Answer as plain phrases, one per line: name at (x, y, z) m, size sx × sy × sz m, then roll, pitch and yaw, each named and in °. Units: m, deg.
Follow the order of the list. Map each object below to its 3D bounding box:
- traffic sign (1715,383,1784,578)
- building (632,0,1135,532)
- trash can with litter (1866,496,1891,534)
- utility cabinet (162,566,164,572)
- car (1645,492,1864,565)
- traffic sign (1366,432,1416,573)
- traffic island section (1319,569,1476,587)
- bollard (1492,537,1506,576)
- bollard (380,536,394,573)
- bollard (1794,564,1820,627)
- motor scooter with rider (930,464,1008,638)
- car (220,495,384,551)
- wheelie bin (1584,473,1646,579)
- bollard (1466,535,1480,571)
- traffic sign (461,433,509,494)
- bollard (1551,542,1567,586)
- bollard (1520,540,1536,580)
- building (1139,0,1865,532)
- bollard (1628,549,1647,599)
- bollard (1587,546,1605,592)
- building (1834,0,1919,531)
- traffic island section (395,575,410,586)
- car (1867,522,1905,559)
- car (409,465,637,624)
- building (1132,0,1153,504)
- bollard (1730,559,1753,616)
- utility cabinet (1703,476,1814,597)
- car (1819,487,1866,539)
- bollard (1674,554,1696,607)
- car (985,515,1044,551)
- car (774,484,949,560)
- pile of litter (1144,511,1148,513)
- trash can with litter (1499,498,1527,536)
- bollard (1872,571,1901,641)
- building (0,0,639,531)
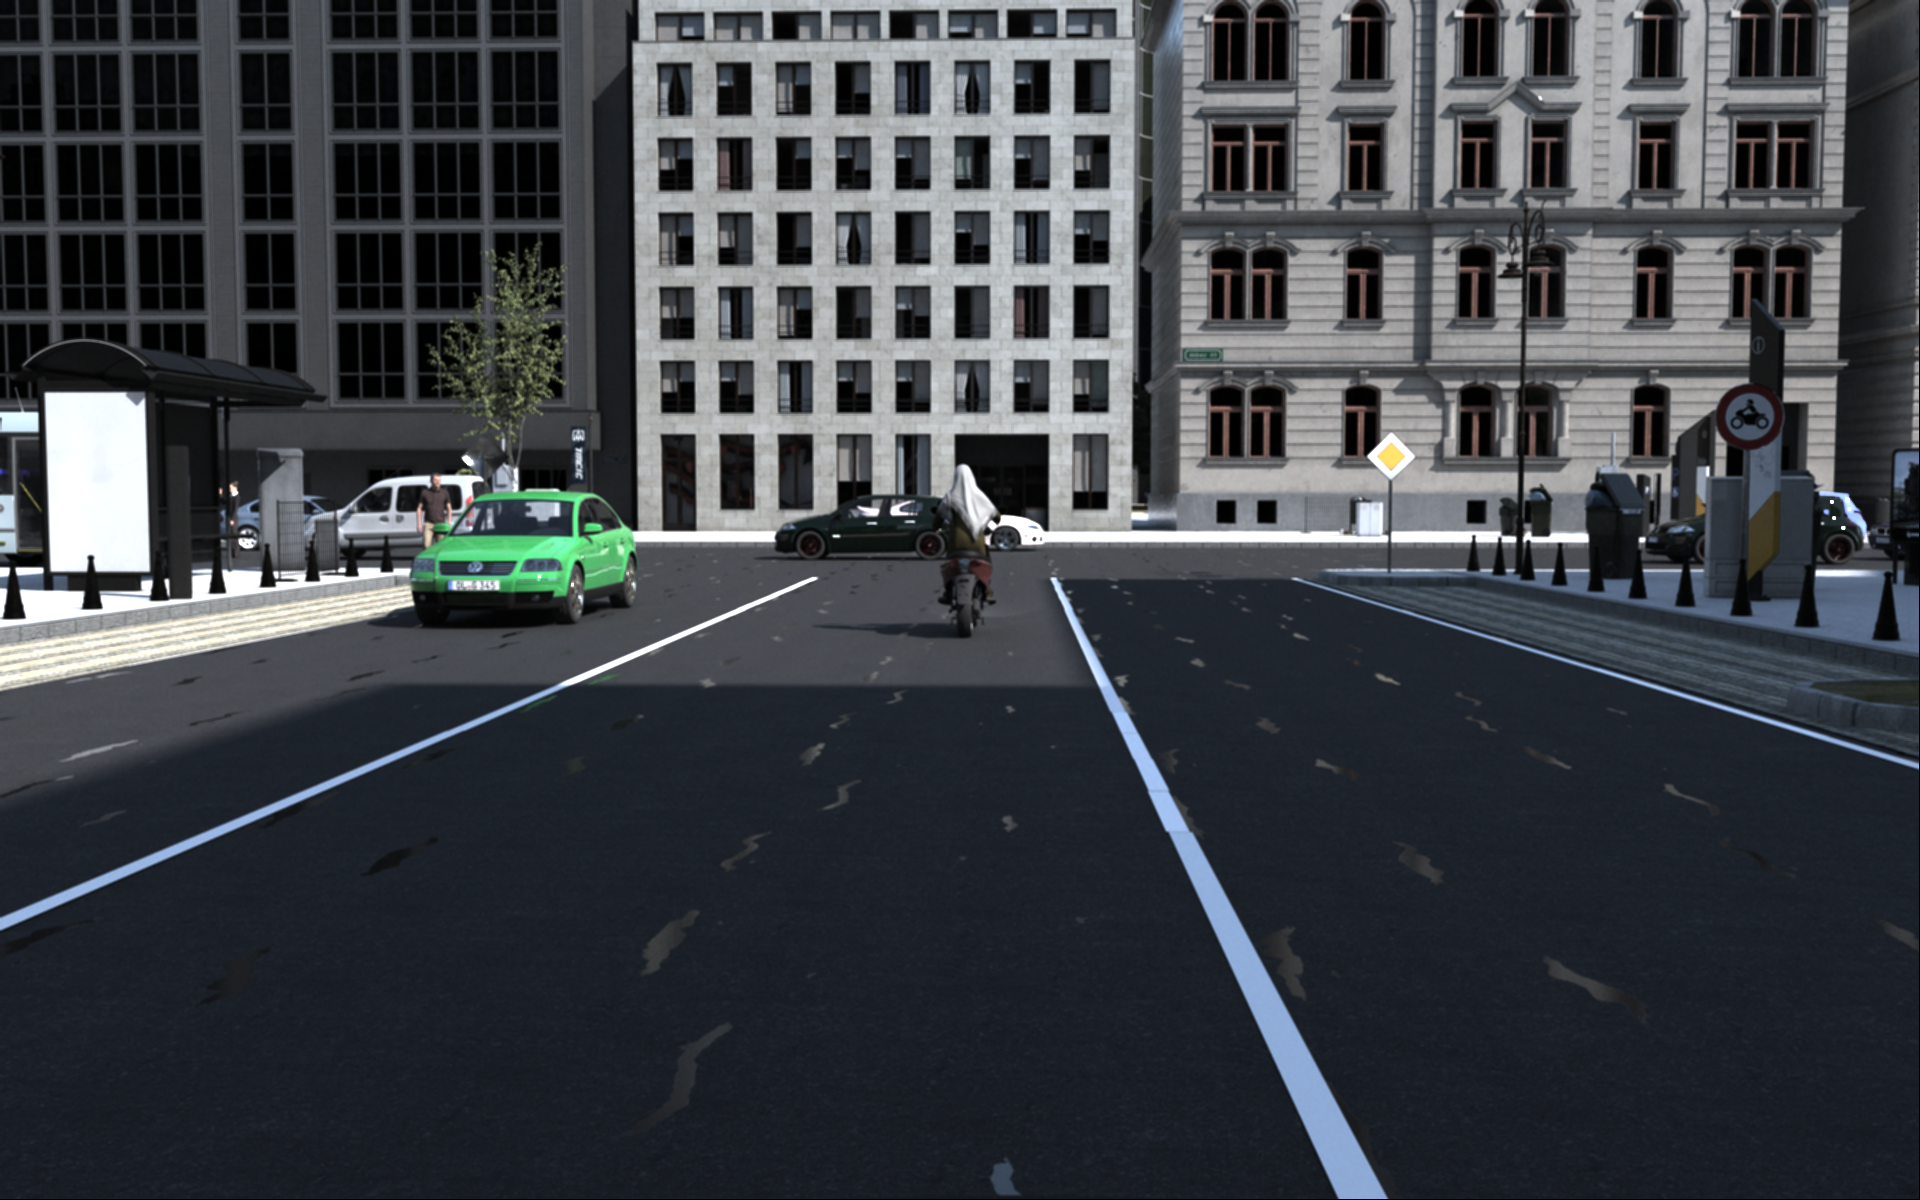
traffic sign at (9.079, -1.217, 20.002) m, size 0.768 × 2.556 × 0.104 m, roll 0°, pitch 4°, yaw 5°
building at (-2.424, -12.761, 63.387) m, size 16.860 × 20.320 × 10.420 m, roll 0°, pitch 4°, yaw 2°
trash can with litter at (29.407, -2.749, 56.005) m, size 2.233 × 1.210 × 1.678 m, roll -1°, pitch 4°, yaw -8°
utility cabinet at (-13.371, -1.050, 28.334) m, size 0.306 × 1.237 × 1.020 m, roll 3°, pitch 5°, yaw 44°
car at (16.480, -1.600, 35.954) m, size 4.222 × 1.686 × 2.009 m, roll 0°, pitch 4°, yaw 1°
traffic sign at (6.947, -1.489, 27.984) m, size 0.795 × 2.450 × 0.064 m, roll 0°, pitch 4°, yaw 2°
traffic island section at (6.971, -0.353, 28.060) m, size 2.009 × 0.180 × 2.903 m, roll 0°, pitch 4°, yaw 2°
bollard at (8.525, -0.693, 27.365) m, size 0.229 × 0.601 × 0.229 m, roll 0°, pitch 3°, yaw 0°
bollard at (-9.393, -0.754, 28.374) m, size 0.229 × 0.601 × 0.229 m, roll 0°, pitch 3°, yaw 0°
bollard at (8.205, -0.044, 16.761) m, size 0.229 × 0.601 × 0.229 m, roll 0°, pitch 3°, yaw 0°
motor scooter with rider at (0.112, -0.550, 17.951) m, size 0.876 × 1.779 × 1.986 m, roll 0°, pitch 4°, yaw 3°
car at (-16.674, -1.985, 44.463) m, size 4.499 × 1.417 × 2.014 m, roll 0°, pitch 4°, yaw 3°
wheelie bin at (9.926, -1.129, 26.359) m, size 0.980 × 1.594 × 0.693 m, roll -2°, pitch 4°, yaw -31°
bollard at (8.567, -0.786, 28.886) m, size 0.229 × 0.601 × 0.229 m, roll 0°, pitch 3°, yaw 0°
traffic sign at (-7.790, -1.517, 28.446) m, size 0.795 × 2.450 × 0.064 m, roll 0°, pitch 4°, yaw 2°
bollard at (8.432, -0.508, 24.345) m, size 0.229 × 0.601 × 0.229 m, roll 0°, pitch 3°, yaw 0°
bollard at (8.479, -0.600, 25.855) m, size 0.229 × 0.601 × 0.229 m, roll 0°, pitch 3°, yaw 0°
building at (18.714, -16.931, 64.210) m, size 23.554 × 28.519 × 14.401 m, roll 0°, pitch 4°, yaw 2°
bollard at (8.345, -0.322, 21.310) m, size 0.229 × 0.601 × 0.229 m, roll 0°, pitch 3°, yaw 0°
bollard at (8.393, -0.415, 22.834) m, size 0.229 × 0.601 × 0.229 m, roll 0°, pitch 3°, yaw 0°
building at (41.011, -14.232, 61.574) m, size 19.941 × 23.489 × 11.050 m, roll 0°, pitch 4°, yaw 2°
traffic island section at (-7.814, -0.381, 28.508) m, size 2.009 × 0.180 × 2.903 m, roll 0°, pitch 4°, yaw 2°
car at (22.004, -1.534, 37.664) m, size 3.894 × 1.354 × 1.945 m, roll 0°, pitch 4°, yaw 0°
car at (-5.056, -0.716, 20.502) m, size 1.959 × 1.807 × 4.718 m, roll 0°, pitch 4°, yaw 1°
building at (18.181, -48.186, 226.089) m, size 20.611 × 71.187 × 20.563 m, roll 0°, pitch 4°, yaw 2°
bollard at (8.258, -0.137, 18.283) m, size 0.229 × 0.601 × 0.229 m, roll 0°, pitch 3°, yaw 0°
utility cabinet at (9.863, -0.778, 21.402) m, size 1.173 × 1.500 × 0.318 m, roll 1°, pitch 4°, yaw 10°
car at (21.316, -2.151, 44.760) m, size 3.694 × 1.707 × 1.945 m, roll 0°, pitch 4°, yaw 3°
bollard at (8.299, -0.230, 19.800) m, size 0.229 × 0.601 × 0.229 m, roll 0°, pitch 3°, yaw 0°
car at (-0.258, -1.951, 44.259) m, size 4.827 × 1.381 × 2.083 m, roll 0°, pitch 4°, yaw 3°
car at (-1.989, -1.741, 38.252) m, size 4.222 × 1.686 × 2.009 m, roll 0°, pitch 4°, yaw 3°
pile of litter at (12.816, -6.165, 114.767) m, size 1.176 × 0.858 × 1.719 m, roll 0°, pitch 4°, yaw -7°
trash can with litter at (17.088, -2.566, 53.339) m, size 0.624 × 1.170 × 1.055 m, roll -1°, pitch 4°, yaw -18°
bollard at (8.161, 0.049, 15.242) m, size 0.229 × 0.601 × 0.229 m, roll 0°, pitch 3°, yaw 0°
building at (-23.153, -16.626, 65.344) m, size 24.014 × 27.812 × 14.314 m, roll 0°, pitch 4°, yaw 2°
